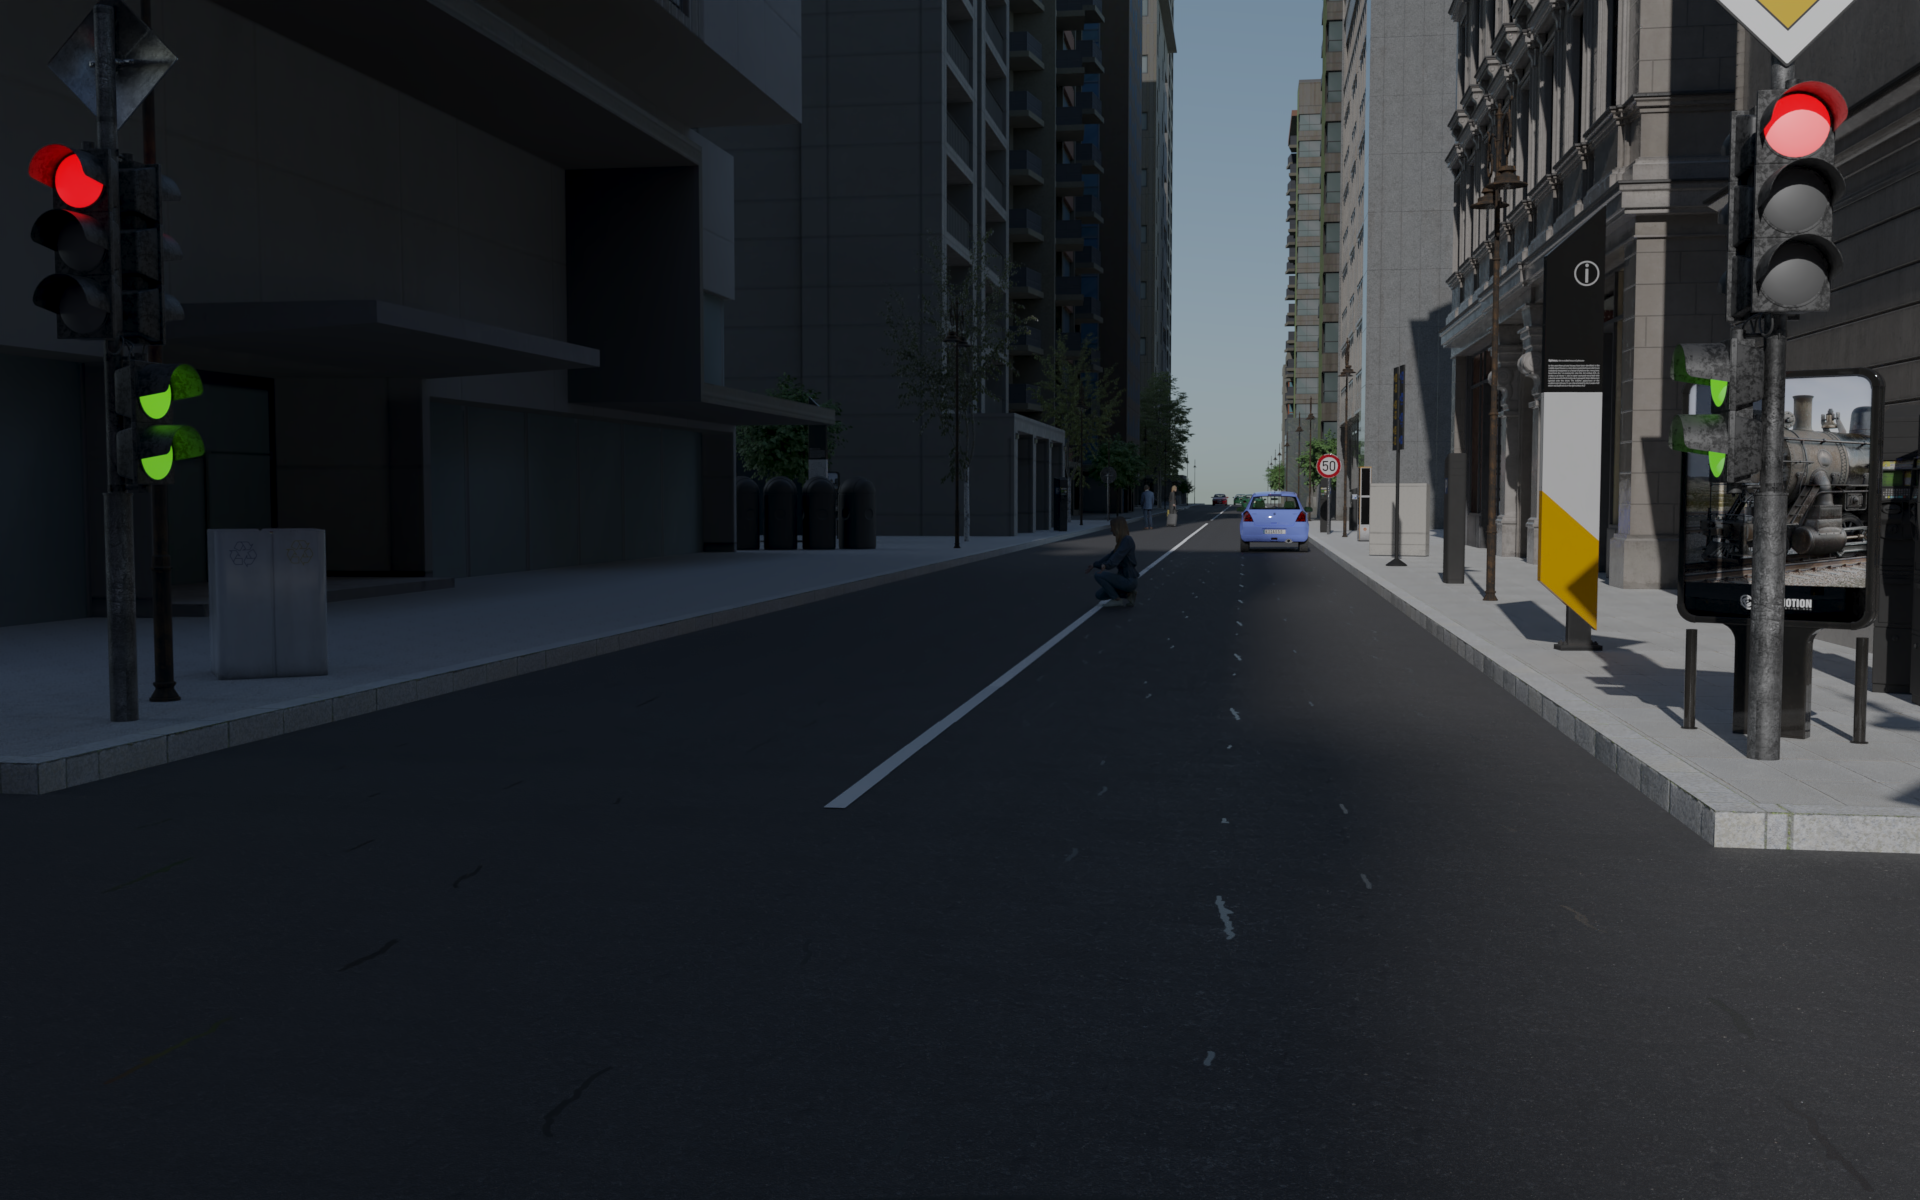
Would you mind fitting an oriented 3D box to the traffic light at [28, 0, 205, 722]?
[{"bbox_3d":[-4.718,-1.270,9.691,0.839,4.253,0.868,1,4,9],"label":"traffic light"}]

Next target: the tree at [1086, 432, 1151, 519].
[{"bbox_3d":[8.327,-6.561,90.991,4.285,4.588,4.351,0,3,0],"label":"tree"}]

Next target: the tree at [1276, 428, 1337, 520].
[{"bbox_3d":[18.402,-6.278,86.360,4.285,4.588,4.351,0,3,0],"label":"tree"}]

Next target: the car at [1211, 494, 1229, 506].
[{"bbox_3d":[31.806,-12.418,212.070,2.155,1.783,4.494,1,4,9],"label":"car"}]

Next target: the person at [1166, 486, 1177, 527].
[{"bbox_3d":[9.315,-4.129,76.221,0.699,1.804,1.509,1,4,20],"label":"person"}]

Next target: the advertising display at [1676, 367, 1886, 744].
[{"bbox_3d":[4.308,-0.240,9.143,0.974,1.923,0.123,3,5,41],"label":"advertising display"}]

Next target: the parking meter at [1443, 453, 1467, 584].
[{"bbox_3d":[7.104,-1.172,24.877,0.255,1.863,0.399,0,4,6],"label":"parking meter"}]

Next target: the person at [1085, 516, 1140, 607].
[{"bbox_3d":[1.925,-0.494,22.075,0.738,1.151,1.012,1,4,8],"label":"person"}]

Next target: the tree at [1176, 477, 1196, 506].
[{"bbox_3d":[24.959,-12.106,192.535,1.663,3.219,1.824,0,3,0],"label":"tree"}]

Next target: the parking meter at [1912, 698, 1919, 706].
[{"bbox_3d":[5.959,-0.289,10.439,0.399,1.863,0.255,1,4,17],"label":"parking meter"}]

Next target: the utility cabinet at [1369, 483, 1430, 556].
[{"bbox_3d":[9.077,-1.656,35.756,1.173,1.500,0.318,2,4,30],"label":"utility cabinet"}]

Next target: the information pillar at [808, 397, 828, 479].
[{"bbox_3d":[-3.422,-3.076,41.640,0.504,3.616,0.183,1,4,23],"label":"information pillar"}]

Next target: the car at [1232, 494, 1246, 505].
[{"bbox_3d":[35.709,-12.747,220.203,2.131,1.459,4.920,1,4,10],"label":"car"}]

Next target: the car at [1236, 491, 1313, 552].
[{"bbox_3d":[7.983,-2.104,43.993,1.945,1.707,3.694,1,4,10],"label":"car"}]

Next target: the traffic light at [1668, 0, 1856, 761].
[{"bbox_3d":[3.880,-1.185,8.292,0.839,4.253,0.868,1,4,9],"label":"traffic light"}]

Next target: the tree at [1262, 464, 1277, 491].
[{"bbox_3d":[30.441,-11.066,164.636,4.285,4.588,4.351,0,3,0],"label":"tree"}]

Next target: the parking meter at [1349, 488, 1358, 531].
[{"bbox_3d":[13.825,-3.198,60.693,0.372,1.533,0.369,0,3,0],"label":"parking meter"}]

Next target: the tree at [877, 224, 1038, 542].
[{"bbox_3d":[-0.057,-5.887,46.609,4.360,8.622,3.978,0,3,0],"label":"tree"}]

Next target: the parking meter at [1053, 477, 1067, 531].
[{"bbox_3d":[3.489,-3.354,60.542,0.399,1.863,0.255,2,4,25],"label":"parking meter"}]

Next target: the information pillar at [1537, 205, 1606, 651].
[{"bbox_3d":[5.002,-1.394,14.140,0.504,3.616,0.183,0,4,1],"label":"information pillar"}]

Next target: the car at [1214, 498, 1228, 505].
[{"bbox_3d":[33.355,-12.849,221.871,2.131,1.459,4.920,1,4,9],"label":"car"}]

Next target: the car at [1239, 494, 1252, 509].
[{"bbox_3d":[23.370,-7.726,138.125,2.131,1.459,4.920,1,4,9],"label":"car"}]

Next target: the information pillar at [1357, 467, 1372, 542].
[{"bbox_3d":[10.906,-2.583,46.727,0.304,2.012,0.304,0,4,1],"label":"information pillar"}]

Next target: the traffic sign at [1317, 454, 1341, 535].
[{"bbox_3d":[11.680,-3.350,54.879,0.768,2.556,0.104,1,4,15],"label":"traffic sign"}]

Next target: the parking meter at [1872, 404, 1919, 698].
[{"bbox_3d":[6.086,-0.335,11.182,0.255,1.863,0.399,3,4,38],"label":"parking meter"}]

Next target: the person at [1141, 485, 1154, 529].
[{"bbox_3d":[7.618,-3.766,70.257,0.721,1.800,0.419,-2,4,-31],"label":"person"}]

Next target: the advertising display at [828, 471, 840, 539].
[{"bbox_3d":[-3.902,-2.713,49.574,0.974,1.923,0.123,1,4,16],"label":"advertising display"}]

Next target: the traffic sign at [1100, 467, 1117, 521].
[{"bbox_3d":[6.944,-4.958,81.162,0.768,2.556,0.104,1,4,15],"label":"traffic sign"}]

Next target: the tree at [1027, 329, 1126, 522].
[{"bbox_3d":[5.178,-7.809,78.040,4.737,8.622,4.395,0,3,0],"label":"tree"}]

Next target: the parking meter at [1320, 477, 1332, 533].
[{"bbox_3d":[12.183,-3.180,57.706,0.255,1.863,0.399,2,4,35],"label":"parking meter"}]

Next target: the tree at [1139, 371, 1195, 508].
[{"bbox_3d":[18.211,-14.796,160.046,7.486,12.596,7.792,0,3,0],"label":"tree"}]

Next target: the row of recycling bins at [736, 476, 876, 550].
[{"bbox_3d":[-3.687,-2.017,40.089,3.534,1.692,1.069,-1,4,-14],"label":"row of recycling bins"}]

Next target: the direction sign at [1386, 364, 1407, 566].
[{"bbox_3d":[7.778,-2.371,30.762,0.379,3.537,0.876,0,4,3],"label":"direction sign"}]

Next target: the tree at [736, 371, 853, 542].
[{"bbox_3d":[-4.564,-3.832,46.374,4.285,4.588,4.351,0,3,0],"label":"tree"}]
